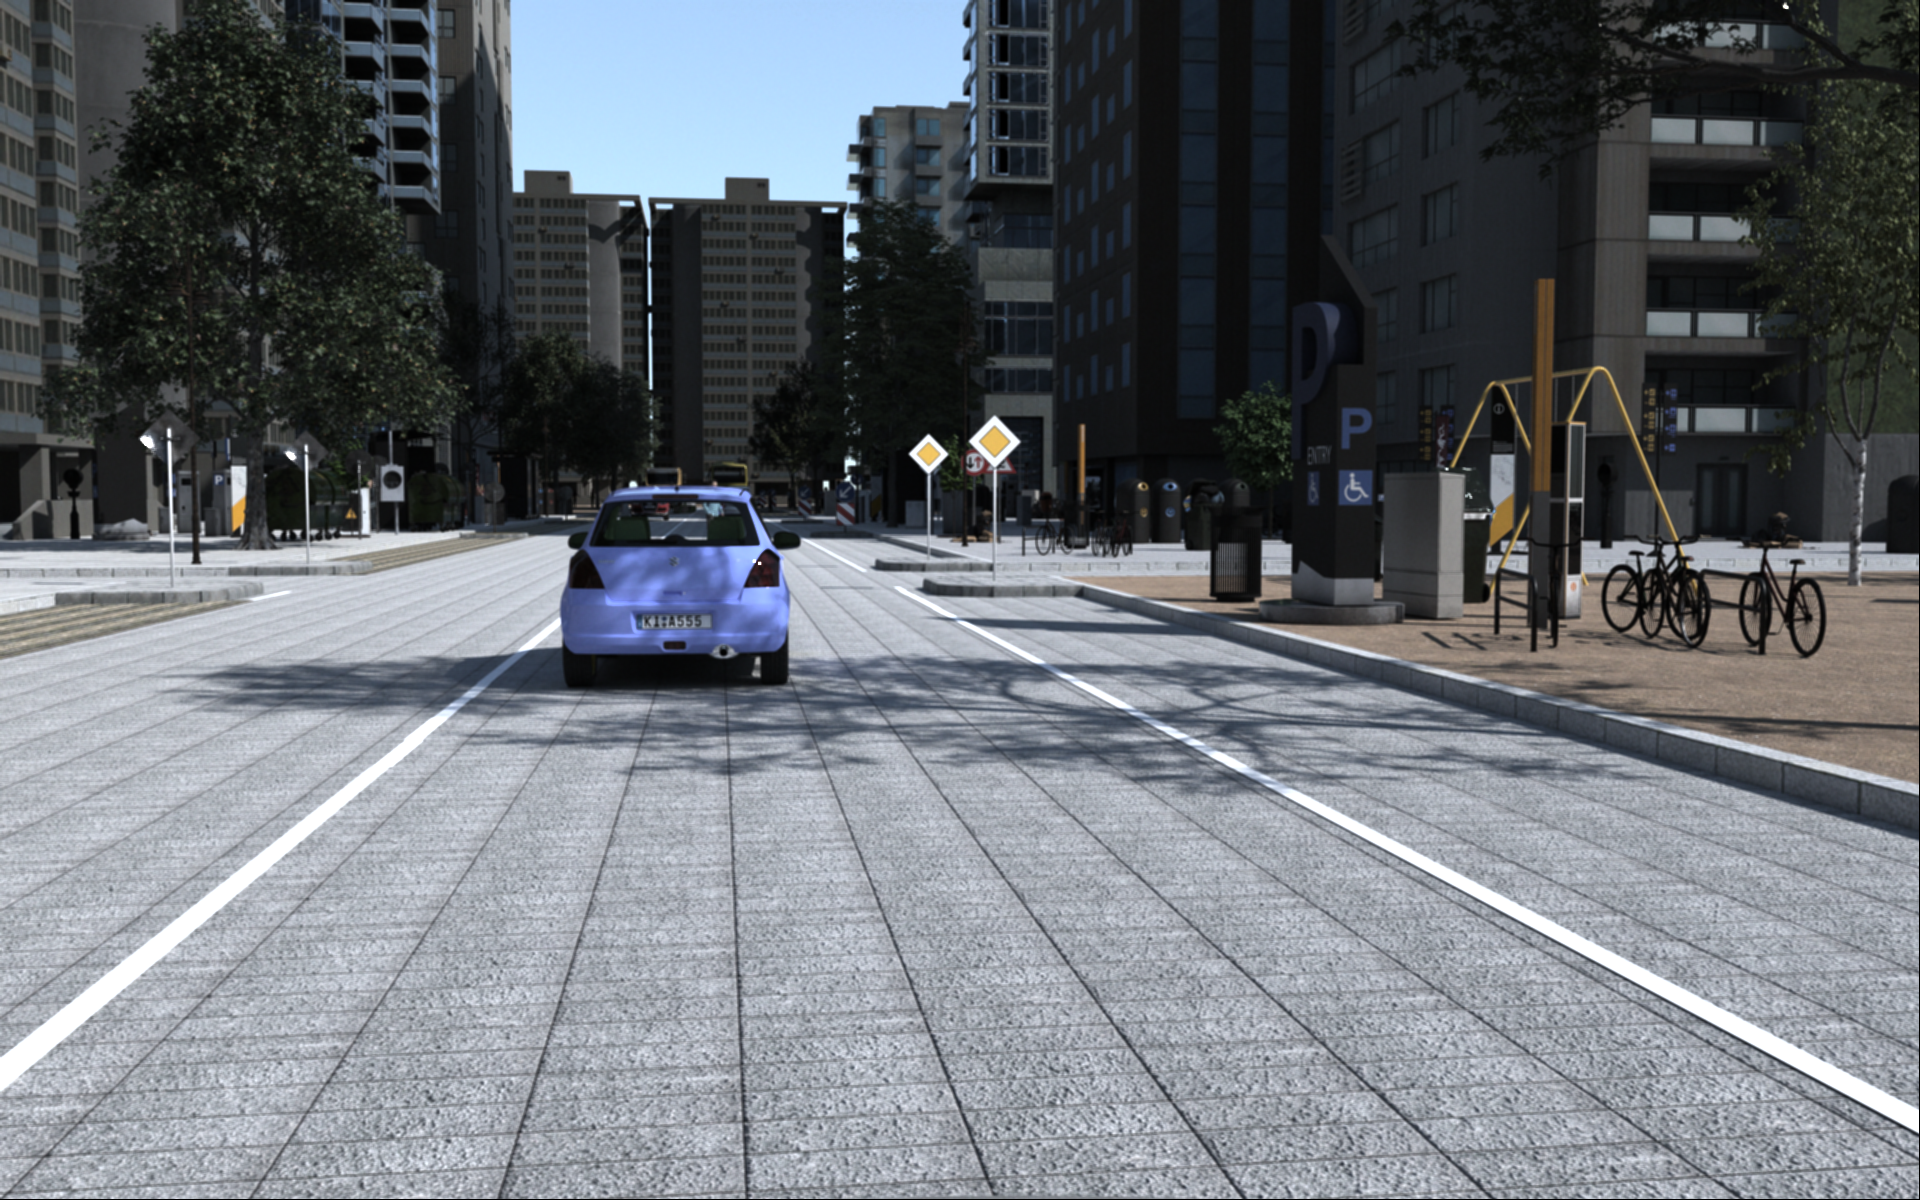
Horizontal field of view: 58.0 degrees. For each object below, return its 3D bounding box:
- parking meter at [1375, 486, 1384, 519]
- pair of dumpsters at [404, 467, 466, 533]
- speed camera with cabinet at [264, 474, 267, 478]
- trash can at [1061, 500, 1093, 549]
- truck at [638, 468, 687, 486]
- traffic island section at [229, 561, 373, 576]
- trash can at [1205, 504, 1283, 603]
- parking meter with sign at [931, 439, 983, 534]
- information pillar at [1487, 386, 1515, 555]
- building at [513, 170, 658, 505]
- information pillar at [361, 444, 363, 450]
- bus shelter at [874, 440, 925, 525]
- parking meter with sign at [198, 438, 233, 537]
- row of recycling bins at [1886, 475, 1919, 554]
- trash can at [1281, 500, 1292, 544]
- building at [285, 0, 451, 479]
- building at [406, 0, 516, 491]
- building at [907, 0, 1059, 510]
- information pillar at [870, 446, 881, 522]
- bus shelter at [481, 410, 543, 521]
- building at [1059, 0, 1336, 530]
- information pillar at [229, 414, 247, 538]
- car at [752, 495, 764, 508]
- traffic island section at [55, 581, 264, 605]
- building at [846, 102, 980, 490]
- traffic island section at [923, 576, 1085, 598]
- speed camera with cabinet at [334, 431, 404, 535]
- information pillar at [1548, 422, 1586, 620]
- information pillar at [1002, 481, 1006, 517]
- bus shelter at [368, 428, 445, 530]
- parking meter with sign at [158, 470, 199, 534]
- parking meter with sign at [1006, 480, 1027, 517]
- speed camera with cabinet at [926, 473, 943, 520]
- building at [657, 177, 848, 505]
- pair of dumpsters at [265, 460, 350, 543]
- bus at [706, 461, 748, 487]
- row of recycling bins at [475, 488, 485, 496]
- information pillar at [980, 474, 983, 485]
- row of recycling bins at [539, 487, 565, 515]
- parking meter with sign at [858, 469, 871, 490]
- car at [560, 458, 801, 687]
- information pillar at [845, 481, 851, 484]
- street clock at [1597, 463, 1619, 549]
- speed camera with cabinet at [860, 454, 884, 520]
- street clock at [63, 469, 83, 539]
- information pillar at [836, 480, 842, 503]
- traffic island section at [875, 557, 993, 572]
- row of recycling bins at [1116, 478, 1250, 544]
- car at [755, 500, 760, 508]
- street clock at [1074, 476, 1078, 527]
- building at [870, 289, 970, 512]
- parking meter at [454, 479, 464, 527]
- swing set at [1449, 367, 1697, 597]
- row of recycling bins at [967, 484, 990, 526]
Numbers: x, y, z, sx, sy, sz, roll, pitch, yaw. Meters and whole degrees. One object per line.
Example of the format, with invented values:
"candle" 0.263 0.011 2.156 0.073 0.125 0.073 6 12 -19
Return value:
"parking meter" 10.758 -2.189 44.204 0.372 1.533 0.369 0 3 0
"pair of dumpsters" -18.095 -3.499 59.708 1.574 2.255 4.437 0 4 -8
"speed camera with cabinet" -31.350 -4.967 75.545 2.038 3.252 0.660 -3 4 -38
"trash can" 2.735 -1.770 40.598 0.748 1.137 0.748 0 3 0
"truck" -22.117 -8.173 129.551 3.469 3.379 9.791 0 4 -8
"traffic island section" -11.990 -0.581 31.775 2.009 0.180 2.903 0 4 -8
"trash can" 3.289 -0.549 20.633 0.748 1.137 0.748 0 3 0
"parking meter with sign" -0.140 -3.610 55.285 1.738 3.016 0.543 -2 4 -28
"information pillar" 11.322 -2.744 36.222 0.504 3.616 0.183 0 4 3
"building" -49.967 -31.735 210.740 23.993 40.220 32.217 0 4 -8
"information pillar" -26.434 -5.179 76.027 0.504 3.616 0.183 0 4 -5
"bus shelter" -2.625 -5.164 75.719 1.731 3.624 6.357 0 4 -8
"parking meter with sign" -22.464 -3.457 52.789 0.543 3.016 1.738 0 4 2
"row of recycling bins" 21.840 -1.861 37.538 3.534 1.692 1.069 0 4 -5
"trash can" 8.631 -2.022 44.716 0.748 1.137 0.748 0 3 0
"building" -46.924 -49.205 117.167 22.319 86.520 31.000 0 4 -8
"building" -54.540 -34.550 154.134 27.495 52.752 28.713 0 4 -8
"building" 8.597 -50.018 130.471 22.319 86.520 31.000 0 4 -8
"information pillar" -3.911 -5.447 80.411 0.504 3.616 0.183 0 4 -7
"bus shelter" -22.084 -6.592 85.409 2.179 5.291 8.768 0 4 -8
"building" 12.109 -25.567 68.133 14.600 45.320 14.200 0 4 -8
"information pillar" -21.217 -3.644 50.934 0.504 3.616 0.183 -3 5 -41
"car" -20.659 -9.923 174.823 1.945 1.354 3.894 -1 4 -9
"traffic island section" -10.881 -0.097 23.867 2.009 0.180 2.903 0 4 -8
"building" 1.191 -36.385 214.504 30.456 49.044 23.786 0 4 -8
"traffic island section" 0.550 -0.194 25.459 2.009 0.180 2.903 0 4 -8
"speed camera with cabinet" -18.377 -3.638 53.817 2.038 3.252 0.660 -2 4 -24
"information pillar" 6.186 -0.813 17.784 0.304 2.012 0.304 -3 4 -37
"information pillar" 2.572 -5.755 98.585 0.304 2.012 0.304 1 4 15
"bus shelter" -20.545 -4.480 64.524 1.731 3.624 6.357 0 4 -8
"parking meter with sign" -25.059 -3.664 56.165 1.738 3.016 0.543 -2 4 -33
"parking meter with sign" 2.875 -6.104 96.061 1.738 3.016 0.543 0 4 -1
"speed camera with cabinet" -1.861 -5.546 85.016 2.038 3.252 0.660 2 4 30
"building" -26.394 -32.023 215.450 23.993 40.220 32.217 0 4 -8
"pair of dumpsters" -18.001 -2.758 47.591 1.574 2.255 4.437 0 4 -8
"bus" -17.188 -8.332 127.783 2.896 3.916 12.252 -1 4 -9
"row of recycling bins" -29.978 -5.977 104.831 3.534 1.692 1.069 -1 4 -20
"information pillar" 1.249 -6.763 101.927 0.183 3.616 0.504 -1 4 -18
"row of recycling bins" -25.169 -5.941 104.242 1.069 1.692 3.534 2 4 31
"parking meter with sign" -5.409 -6.755 106.705 1.738 3.016 0.543 0 4 -7
"car" -2.274 -0.285 14.248 1.945 1.707 3.694 0 4 -7
"information pillar" -6.480 -5.830 99.813 0.304 2.012 0.304 -1 4 -14
"street clock" 15.236 -2.214 40.776 0.358 2.002 0.471 -1 4 -19
"speed camera with cabinet" -4.048 -5.552 85.115 0.660 3.252 2.038 3 5 40
"street clock" -25.330 -2.749 49.522 0.471 2.002 0.358 0 4 -5
"information pillar" -6.158 -5.115 88.116 0.304 2.012 0.304 0 4 3
"traffic island section" -0.559 -0.678 33.367 2.009 0.180 2.903 0 4 -8
"row of recycling bins" 5.810 -2.336 45.305 3.534 1.692 1.069 -1 4 -9
"car" -13.049 -5.615 103.597 2.131 1.459 4.920 0 4 -8
"street clock" 4.643 -3.868 67.820 0.358 2.002 0.471 0 4 0
"building" 6.608 -19.408 162.362 27.650 21.520 28.899 0 4 -8
"parking meter" -19.531 -3.777 67.462 0.399 1.863 0.255 3 5 41
"swing set" 7.613 -1.542 22.829 2.862 2.851 3.119 -1 4 -8
"row of recycling bins" 0.640 -3.930 71.368 1.069 1.692 3.534 0 4 7
